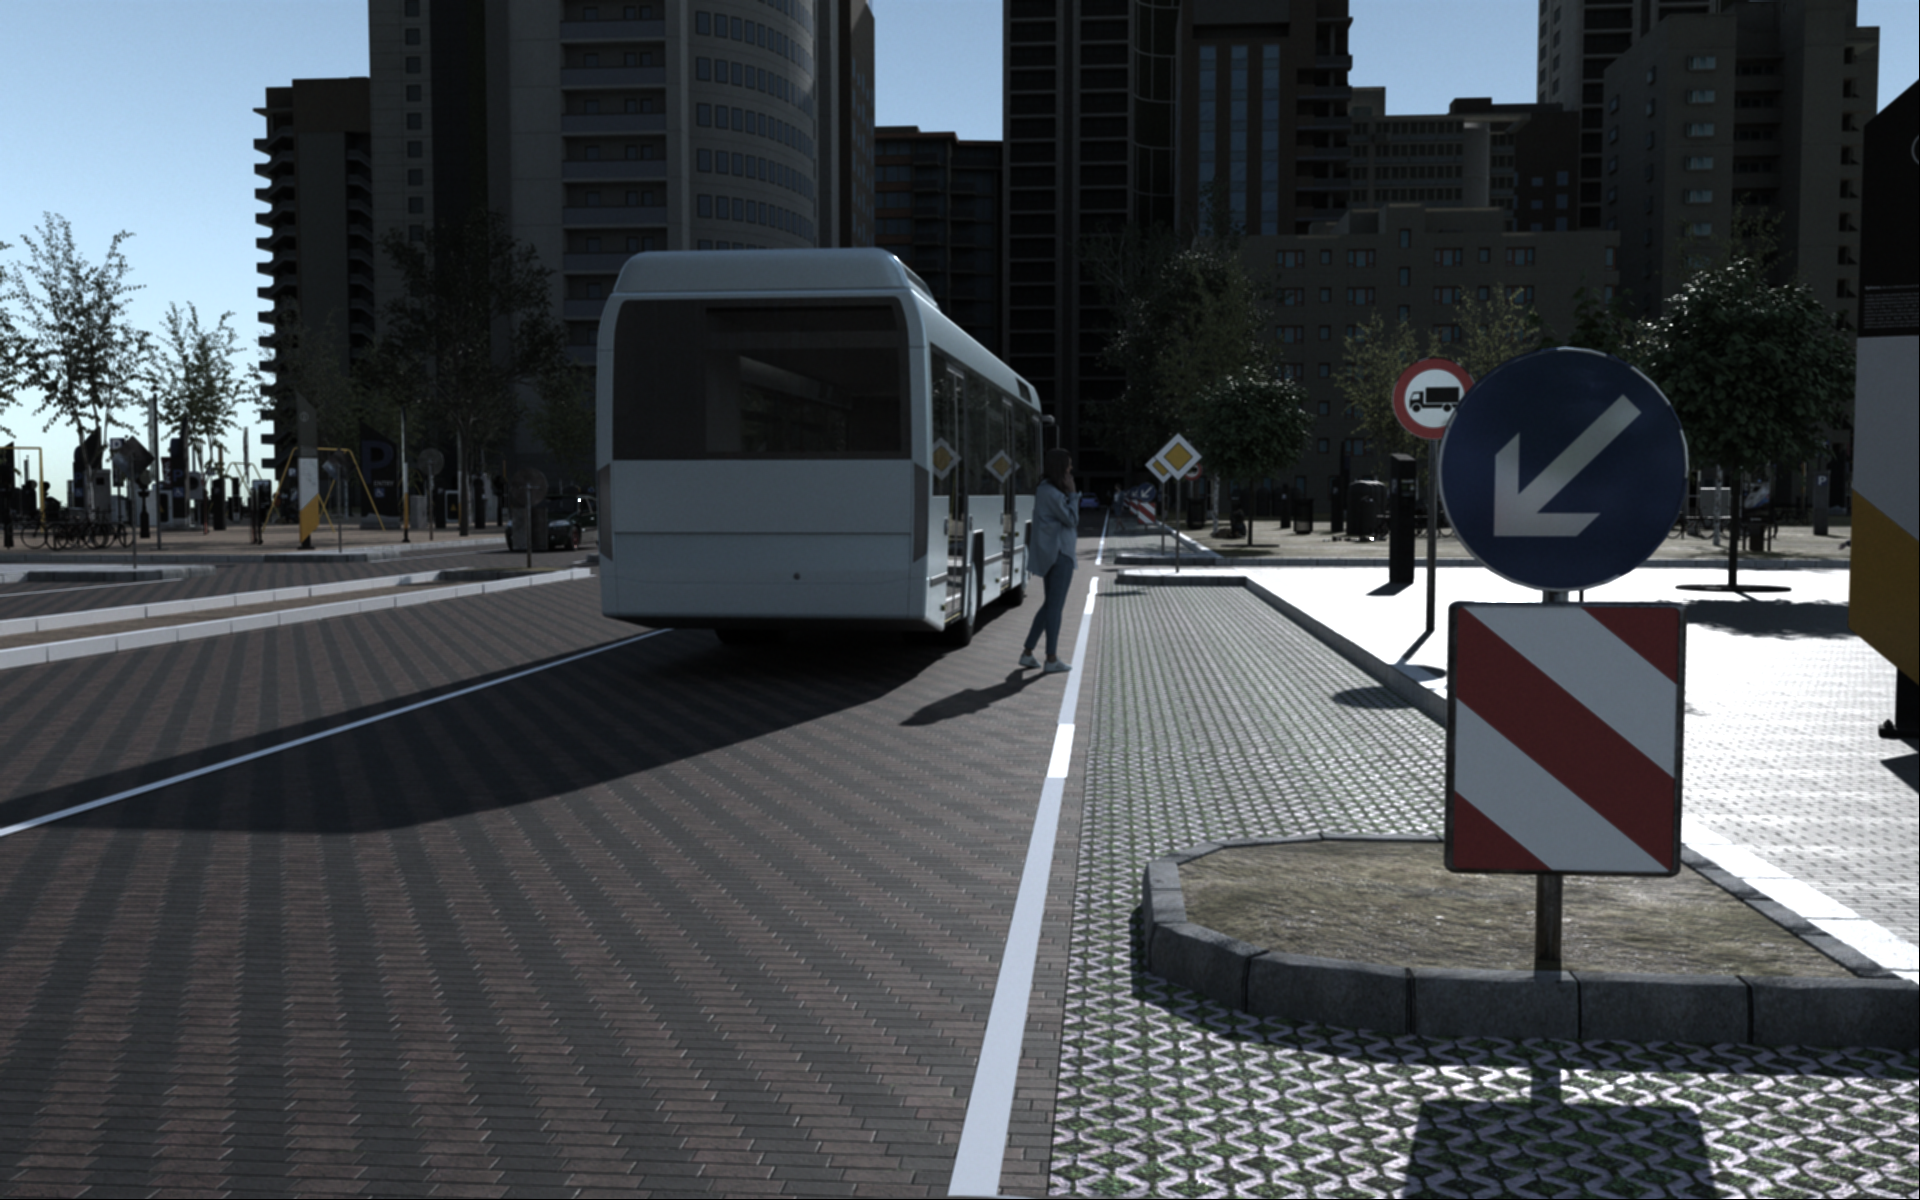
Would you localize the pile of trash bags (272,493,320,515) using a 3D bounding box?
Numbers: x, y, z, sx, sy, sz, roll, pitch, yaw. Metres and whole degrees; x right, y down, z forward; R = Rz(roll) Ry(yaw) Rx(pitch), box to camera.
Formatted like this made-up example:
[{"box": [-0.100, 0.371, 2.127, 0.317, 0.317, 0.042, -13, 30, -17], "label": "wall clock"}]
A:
[{"box": [-41.718, -6.031, 108.359, 3.447, 1.369, 1.912, 2, 4, 27], "label": "pile of trash bags"}]

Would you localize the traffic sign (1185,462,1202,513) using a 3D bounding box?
[{"box": [8.648, -3.949, 64.679, 0.768, 2.556, 0.104, 1, 4, 12], "label": "traffic sign"}]

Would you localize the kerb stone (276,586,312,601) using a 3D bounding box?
[{"box": [-9.137, -0.083, 23.554, 0.120, 0.150, 1.000, 0, 4, 5], "label": "kerb stone"}]

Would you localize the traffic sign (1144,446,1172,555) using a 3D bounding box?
[{"box": [4.246, -1.991, 36.194, 0.795, 2.450, 0.064, 0, 4, 5], "label": "traffic sign"}]

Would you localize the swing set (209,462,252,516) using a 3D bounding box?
[{"box": [-35.953, -5.462, 86.926, 2.862, 2.851, 3.119, 0, 4, -4], "label": "swing set"}]

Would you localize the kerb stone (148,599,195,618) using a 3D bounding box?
[{"box": [-9.403, 0.106, 20.500, 0.120, 0.150, 1.000, 0, 4, 5], "label": "kerb stone"}]

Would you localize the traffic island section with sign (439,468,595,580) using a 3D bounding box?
[{"box": [-7.550, -1.308, 29.523, 2.006, 1.907, 1.989, 0, 4, 5], "label": "traffic island section with sign"}]

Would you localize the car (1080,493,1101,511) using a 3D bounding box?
[{"box": [11.346, -8.699, 151.812, 1.945, 1.707, 3.694, 0, 4, 7], "label": "car"}]

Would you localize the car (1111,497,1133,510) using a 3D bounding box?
[{"box": [14.205, -8.515, 151.806, 1.945, 1.354, 3.894, 0, 4, 5], "label": "car"}]

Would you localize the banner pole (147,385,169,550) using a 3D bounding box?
[{"box": [-18.600, -3.056, 39.986, 0.401, 3.779, 0.863, -3, 5, -39], "label": "banner pole"}]

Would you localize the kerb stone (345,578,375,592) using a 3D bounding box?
[{"box": [-8.955, -0.205, 25.599, 0.120, 0.150, 1.000, 0, 4, 5], "label": "kerb stone"}]

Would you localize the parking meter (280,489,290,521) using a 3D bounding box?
[{"box": [-32.535, -4.584, 83.357, 0.372, 1.533, 0.369, 0, 3, 0], "label": "parking meter"}]

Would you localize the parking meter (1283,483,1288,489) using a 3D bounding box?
[{"box": [17.226, -5.261, 91.722, 0.255, 1.863, 0.399, 0, 4, 2], "label": "parking meter"}]

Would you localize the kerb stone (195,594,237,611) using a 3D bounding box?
[{"box": [-9.319, 0.048, 21.519, 0.120, 0.150, 1.000, 0, 4, 5], "label": "kerb stone"}]

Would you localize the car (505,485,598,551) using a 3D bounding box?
[{"box": [-10.366, -2.141, 44.792, 2.009, 1.686, 4.222, 0, 4, 6], "label": "car"}]

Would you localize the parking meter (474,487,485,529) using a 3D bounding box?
[{"box": [-17.737, -3.397, 63.954, 0.372, 1.533, 0.369, 0, 3, 0], "label": "parking meter"}]

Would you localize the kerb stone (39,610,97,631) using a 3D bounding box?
[{"box": [-9.579, 0.231, 18.464, 0.120, 0.150, 1.000, 0, 4, 5], "label": "kerb stone"}]

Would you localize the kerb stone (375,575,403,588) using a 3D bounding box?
[{"box": [-8.871, -0.268, 26.624, 0.120, 0.150, 1.000, 0, 4, 5], "label": "kerb stone"}]

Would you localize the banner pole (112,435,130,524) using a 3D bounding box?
[{"box": [-35.535, -5.103, 73.456, 0.401, 3.779, 0.863, 3, 5, 41], "label": "banner pole"}]

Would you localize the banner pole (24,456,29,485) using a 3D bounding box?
[{"box": [-60.475, -7.478, 112.284, 0.401, 3.779, 0.863, -1, 4, -9], "label": "banner pole"}]

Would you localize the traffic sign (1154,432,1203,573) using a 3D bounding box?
[{"box": [3.550, -1.504, 28.239, 0.795, 2.450, 0.064, 0, 4, 5], "label": "traffic sign"}]

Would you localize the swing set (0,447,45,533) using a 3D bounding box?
[{"box": [-32.127, -3.652, 57.333, 3.119, 2.851, 2.862, -2, 4, -26], "label": "swing set"}]

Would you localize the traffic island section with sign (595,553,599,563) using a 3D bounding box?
[{"box": [-6.895, -1.759, 36.902, 2.006, 1.907, 1.989, 0, 4, 5], "label": "traffic island section with sign"}]

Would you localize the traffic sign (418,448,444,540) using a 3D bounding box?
[{"box": [-14.672, -2.929, 47.999, 0.768, 2.556, 0.104, 1, 4, 9], "label": "traffic sign"}]

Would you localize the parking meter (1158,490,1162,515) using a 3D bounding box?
[{"box": [12.074, -5.855, 104.147, 0.372, 1.533, 0.369, 0, 3, 0], "label": "parking meter"}]

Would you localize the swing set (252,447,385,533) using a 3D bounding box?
[{"box": [-21.744, -3.751, 58.956, 2.862, 2.851, 3.119, 1, 4, 16], "label": "swing set"}]

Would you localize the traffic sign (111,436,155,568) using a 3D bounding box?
[{"box": [-14.225, -1.600, 29.808, 0.795, 2.450, 0.064, 0, 4, 5], "label": "traffic sign"}]

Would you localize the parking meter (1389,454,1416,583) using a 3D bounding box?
[{"box": [6.393, -1.181, 25.016, 0.255, 1.863, 0.399, 0, 4, -8], "label": "parking meter"}]

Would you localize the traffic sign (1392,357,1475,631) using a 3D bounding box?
[{"box": [4.423, -0.985, 16.207, 0.768, 2.556, 0.104, 1, 4, 12], "label": "traffic sign"}]

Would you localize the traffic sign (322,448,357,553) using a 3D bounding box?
[{"box": [-13.529, -2.087, 37.763, 0.795, 2.450, 0.064, 0, 4, 5], "label": "traffic sign"}]

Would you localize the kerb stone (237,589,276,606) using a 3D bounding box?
[{"box": [-9.228, -0.020, 22.536, 0.120, 0.150, 1.000, 0, 4, 5], "label": "kerb stone"}]

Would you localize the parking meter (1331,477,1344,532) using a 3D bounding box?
[{"box": [12.759, -3.233, 58.568, 0.255, 1.863, 0.399, -3, 5, -39], "label": "parking meter"}]

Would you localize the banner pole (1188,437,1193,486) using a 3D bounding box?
[{"box": [9.116, -4.797, 68.447, 0.401, 3.779, 0.863, 1, 4, 21], "label": "banner pole"}]

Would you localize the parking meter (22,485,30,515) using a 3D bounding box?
[{"box": [-58.077, -6.235, 107.654, 0.255, 1.863, 0.399, 0, 4, 3], "label": "parking meter"}]

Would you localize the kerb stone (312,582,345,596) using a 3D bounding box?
[{"box": [-9.037, -0.141, 24.575, 0.120, 0.150, 1.000, 0, 4, 5], "label": "kerb stone"}]

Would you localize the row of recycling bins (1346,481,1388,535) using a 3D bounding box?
[{"box": [13.235, -2.995, 56.080, 1.069, 1.692, 3.534, 1, 4, 23], "label": "row of recycling bins"}]

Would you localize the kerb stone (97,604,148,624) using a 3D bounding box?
[{"box": [-9.499, 0.166, 19.482, 0.120, 0.150, 1.000, 0, 4, 5], "label": "kerb stone"}]

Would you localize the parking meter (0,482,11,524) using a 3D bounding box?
[{"box": [-41.328, -4.236, 74.969, 0.399, 1.863, 0.255, 0, 4, -5], "label": "parking meter"}]

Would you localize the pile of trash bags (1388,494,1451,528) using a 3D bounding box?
[{"box": [16.881, -3.418, 65.630, 3.447, 1.369, 1.912, -2, 4, -24], "label": "pile of trash bags"}]

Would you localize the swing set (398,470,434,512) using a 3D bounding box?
[{"box": [-35.965, -7.093, 113.598, 2.862, 2.851, 3.119, 0, 4, -6], "label": "swing set"}]

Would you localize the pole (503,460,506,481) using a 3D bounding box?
[{"box": [-27.168, -6.699, 103.371, 0.158, 3.312, 0.155, 0, 3, 0], "label": "pole"}]

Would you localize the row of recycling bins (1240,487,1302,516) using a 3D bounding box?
[{"box": [17.997, -5.688, 100.119, 3.534, 1.692, 1.069, 0, 4, 5], "label": "row of recycling bins"}]

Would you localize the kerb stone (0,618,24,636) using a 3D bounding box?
[{"box": [-9.670, 0.291, 17.437, 0.120, 0.150, 1.000, 0, 4, 5], "label": "kerb stone"}]

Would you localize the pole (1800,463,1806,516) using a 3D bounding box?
[{"box": [45.416, -6.082, 93.288, 0.158, 3.312, 0.155, 0, 3, 0], "label": "pole"}]

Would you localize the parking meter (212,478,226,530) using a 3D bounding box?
[{"box": [-26.266, -3.405, 61.375, 0.399, 1.863, 0.255, 0, 4, 5], "label": "parking meter"}]

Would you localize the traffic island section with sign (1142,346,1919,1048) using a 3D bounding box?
[{"box": [1.587, 0.193, 5.467, 1.989, 1.847, 2.006, 0, 4, 5], "label": "traffic island section with sign"}]

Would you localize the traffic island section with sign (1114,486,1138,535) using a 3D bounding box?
[{"box": [6.436, -3.198, 60.918, 1.989, 1.847, 2.006, 0, 4, 5], "label": "traffic island section with sign"}]

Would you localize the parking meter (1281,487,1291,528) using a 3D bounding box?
[{"box": [12.283, -3.479, 65.295, 0.372, 1.533, 0.369, 0, 3, 0], "label": "parking meter"}]

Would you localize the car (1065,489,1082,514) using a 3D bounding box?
[{"box": [7.629, -7.081, 124.451, 2.281, 1.827, 5.304, 0, 4, 3], "label": "car"}]

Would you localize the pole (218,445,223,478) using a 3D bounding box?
[{"box": [-30.966, -4.817, 72.594, 0.158, 3.312, 0.155, 0, 3, 0], "label": "pole"}]

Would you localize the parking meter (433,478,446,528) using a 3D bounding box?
[{"box": [-19.430, -3.606, 64.666, 0.399, 1.863, 0.255, -2, 4, -28], "label": "parking meter"}]
